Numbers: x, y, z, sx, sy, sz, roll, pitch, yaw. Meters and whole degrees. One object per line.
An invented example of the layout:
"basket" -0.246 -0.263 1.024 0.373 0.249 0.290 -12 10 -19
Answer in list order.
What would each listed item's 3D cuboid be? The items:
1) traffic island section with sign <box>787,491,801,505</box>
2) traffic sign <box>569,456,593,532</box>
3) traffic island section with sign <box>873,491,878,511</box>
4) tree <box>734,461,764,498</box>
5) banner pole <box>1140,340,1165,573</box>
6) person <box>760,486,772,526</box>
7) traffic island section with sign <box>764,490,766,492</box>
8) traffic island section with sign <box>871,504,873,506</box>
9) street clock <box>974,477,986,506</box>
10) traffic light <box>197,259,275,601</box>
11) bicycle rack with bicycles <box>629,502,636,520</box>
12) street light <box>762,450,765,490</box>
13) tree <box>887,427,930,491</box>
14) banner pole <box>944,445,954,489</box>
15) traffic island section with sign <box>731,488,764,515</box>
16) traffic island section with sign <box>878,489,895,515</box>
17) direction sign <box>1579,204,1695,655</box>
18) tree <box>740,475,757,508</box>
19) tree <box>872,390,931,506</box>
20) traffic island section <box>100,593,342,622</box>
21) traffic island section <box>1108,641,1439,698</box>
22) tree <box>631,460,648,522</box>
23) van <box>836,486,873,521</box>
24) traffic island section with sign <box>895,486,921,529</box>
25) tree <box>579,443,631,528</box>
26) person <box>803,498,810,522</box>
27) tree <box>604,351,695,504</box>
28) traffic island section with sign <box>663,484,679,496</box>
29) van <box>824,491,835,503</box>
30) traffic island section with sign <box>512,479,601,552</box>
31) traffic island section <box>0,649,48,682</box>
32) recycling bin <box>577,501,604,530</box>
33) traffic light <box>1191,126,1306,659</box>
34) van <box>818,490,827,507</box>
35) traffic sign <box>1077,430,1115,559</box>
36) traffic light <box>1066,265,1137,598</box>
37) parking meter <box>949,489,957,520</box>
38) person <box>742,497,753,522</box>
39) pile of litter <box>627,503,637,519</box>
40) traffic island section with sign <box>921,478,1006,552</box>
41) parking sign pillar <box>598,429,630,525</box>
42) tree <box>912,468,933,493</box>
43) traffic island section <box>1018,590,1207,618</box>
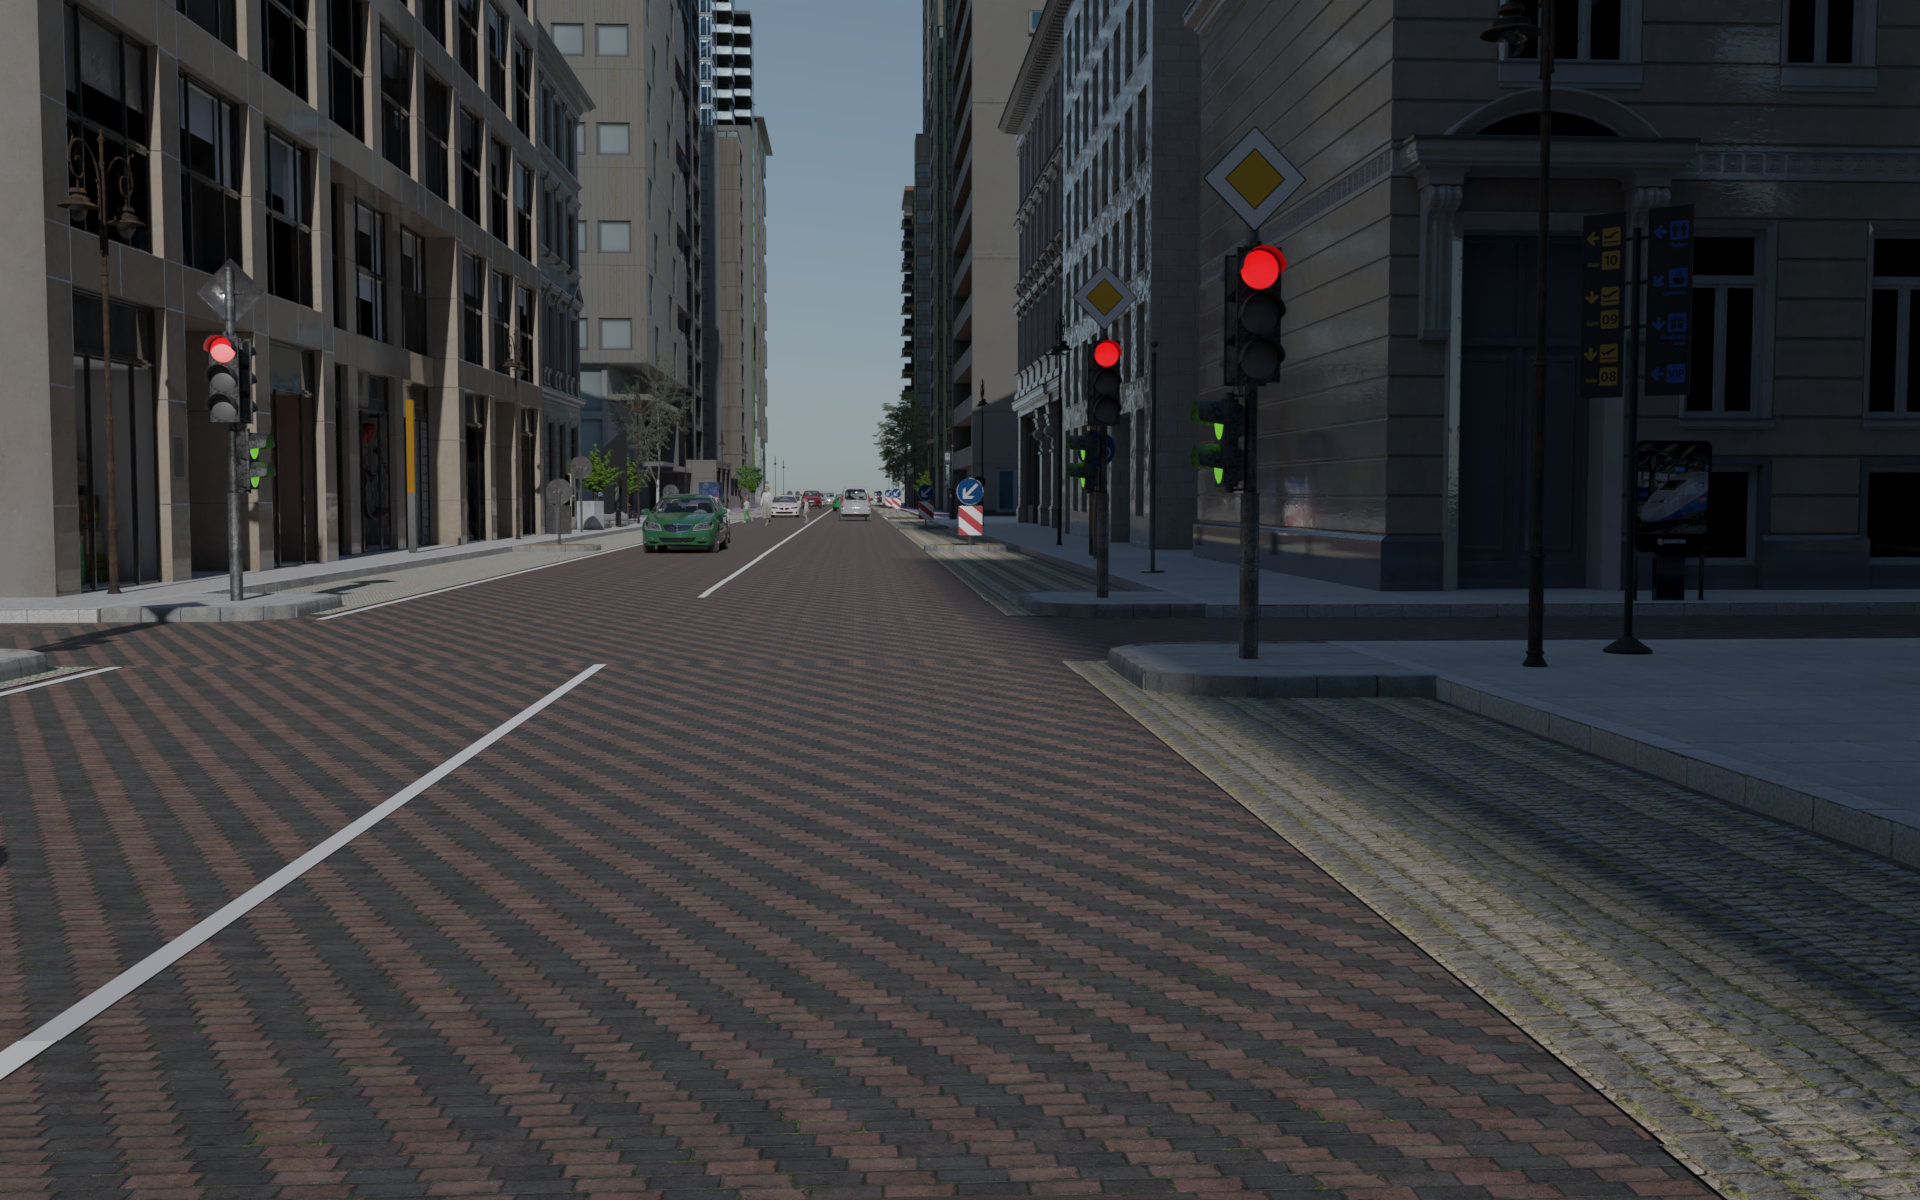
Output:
"traffic island section with sign" -19.697 -11.775 201.149 1.989 1.847 2.006 0 4 -3
"traffic sign" -12.663 -3.534 57.890 0.768 2.556 0.104 0 4 -3
"traffic island section with sign" -6.215 -8.510 147.767 1.989 1.847 2.006 0 4 -3
"tree" -21.060 -11.525 172.153 4.285 4.588 4.351 0 3 0
"banner pole" 3.165 -2.351 28.451 0.401 3.779 0.863 0 4 3
"person" -8.651 -4.224 77.794 0.478 1.798 0.641 2 4 32
"traffic island section with sign" -16.361 -8.425 146.371 1.989 1.847 2.006 0 4 -3
"traffic island section with sign" -9.587 -11.910 203.349 1.989 1.847 2.006 0 4 -3
"street clock" 0.800 -4.098 71.566 0.471 2.002 0.358 2 4 26
"traffic light" -8.691 -1.946 20.739 0.839 4.253 0.868 0 4 -3
"bicycle rack with bicycles" -16.862 -4.310 83.850 2.852 0.926 2.925 -1 4 -18
"street light" -20.486 -12.723 180.804 0.468 5.910 1.993 0 4 -3
"tree" -5.247 -14.164 181.937 4.360 8.622 3.978 0 3 0
"banner pole" -0.534 -6.012 88.305 0.401 3.779 0.863 3 5 39
"traffic island section with sign" -14.704 -6.752 119.029 1.989 1.847 2.006 0 4 -3
"traffic island section with sign" -4.526 -6.815 120.058 1.989 1.847 2.006 0 4 -3
"direction sign" 5.399 -1.340 13.901 0.876 3.537 0.379 3 5 43
"tree" -19.225 -10.116 159.999 1.663 3.219 1.824 0 3 0
"tree" -5.756 -16.546 188.652 7.486 12.596 7.792 0 3 0
"traffic island section" -8.731 0.086 20.871 2.009 0.180 2.903 0 4 -3
"traffic island section" 2.275 0.535 13.533 2.009 0.180 2.903 0 4 -3
"tree" -15.391 -5.279 80.917 1.663 3.219 1.824 0 3 0
"van" -5.615 -5.237 92.641 2.013 2.044 4.112 0 4 -5
"traffic island section with sign" -1.529 -3.799 70.736 1.989 1.847 2.006 0 4 -3
"tree" -13.790 -4.329 65.389 1.663 3.219 1.824 0 3 0
"person" -7.710 -4.522 87.442 0.382 1.210 0.505 -1 4 -22
"tree" -15.600 -8.413 87.916 4.360 8.622 3.978 0 3 0
"traffic island section with sign" -11.764 -3.793 70.639 1.989 1.847 2.006 0 4 -3
"van" -17.472 -13.678 230.651 2.013 2.044 4.112 0 4 -4
"traffic island section with sign" -10.109 -2.139 43.604 1.989 1.847 2.006 0 4 -3
"traffic island section" -8.247 0.574 12.900 2.009 0.180 2.903 0 4 -3
"recycling bin" -13.280 -3.039 62.237 0.722 1.027 0.722 1 4 21
"traffic light" 2.235 -1.498 13.416 0.839 4.253 0.868 0 4 -3
"van" -15.792 -11.339 192.407 2.013 2.044 4.112 0 4 -4
"traffic sign" 2.680 -2.090 34.274 0.768 2.556 0.104 0 4 -2
"traffic light" 1.750 -1.986 21.387 0.839 4.253 0.868 0 4 -3
"parking meter" -0.339 -4.828 87.352 0.372 1.533 0.369 0 3 0
"person" -10.744 -4.575 87.548 0.590 1.304 0.306 1 4 14
"pile of litter" -17.453 -4.637 89.774 1.719 0.858 1.176 -2 4 -25
"traffic island section with sign" 0.101 -2.153 43.830 1.989 1.847 2.006 0 4 -3
"parking sign pillar" -14.380 -5.082 71.559 1.447 3.967 1.447 3 4 37
"tree" -2.487 -8.133 127.569 1.663 3.219 1.824 0 3 0
"traffic island section" 1.791 0.048 21.503 2.009 0.180 2.903 0 4 -3
